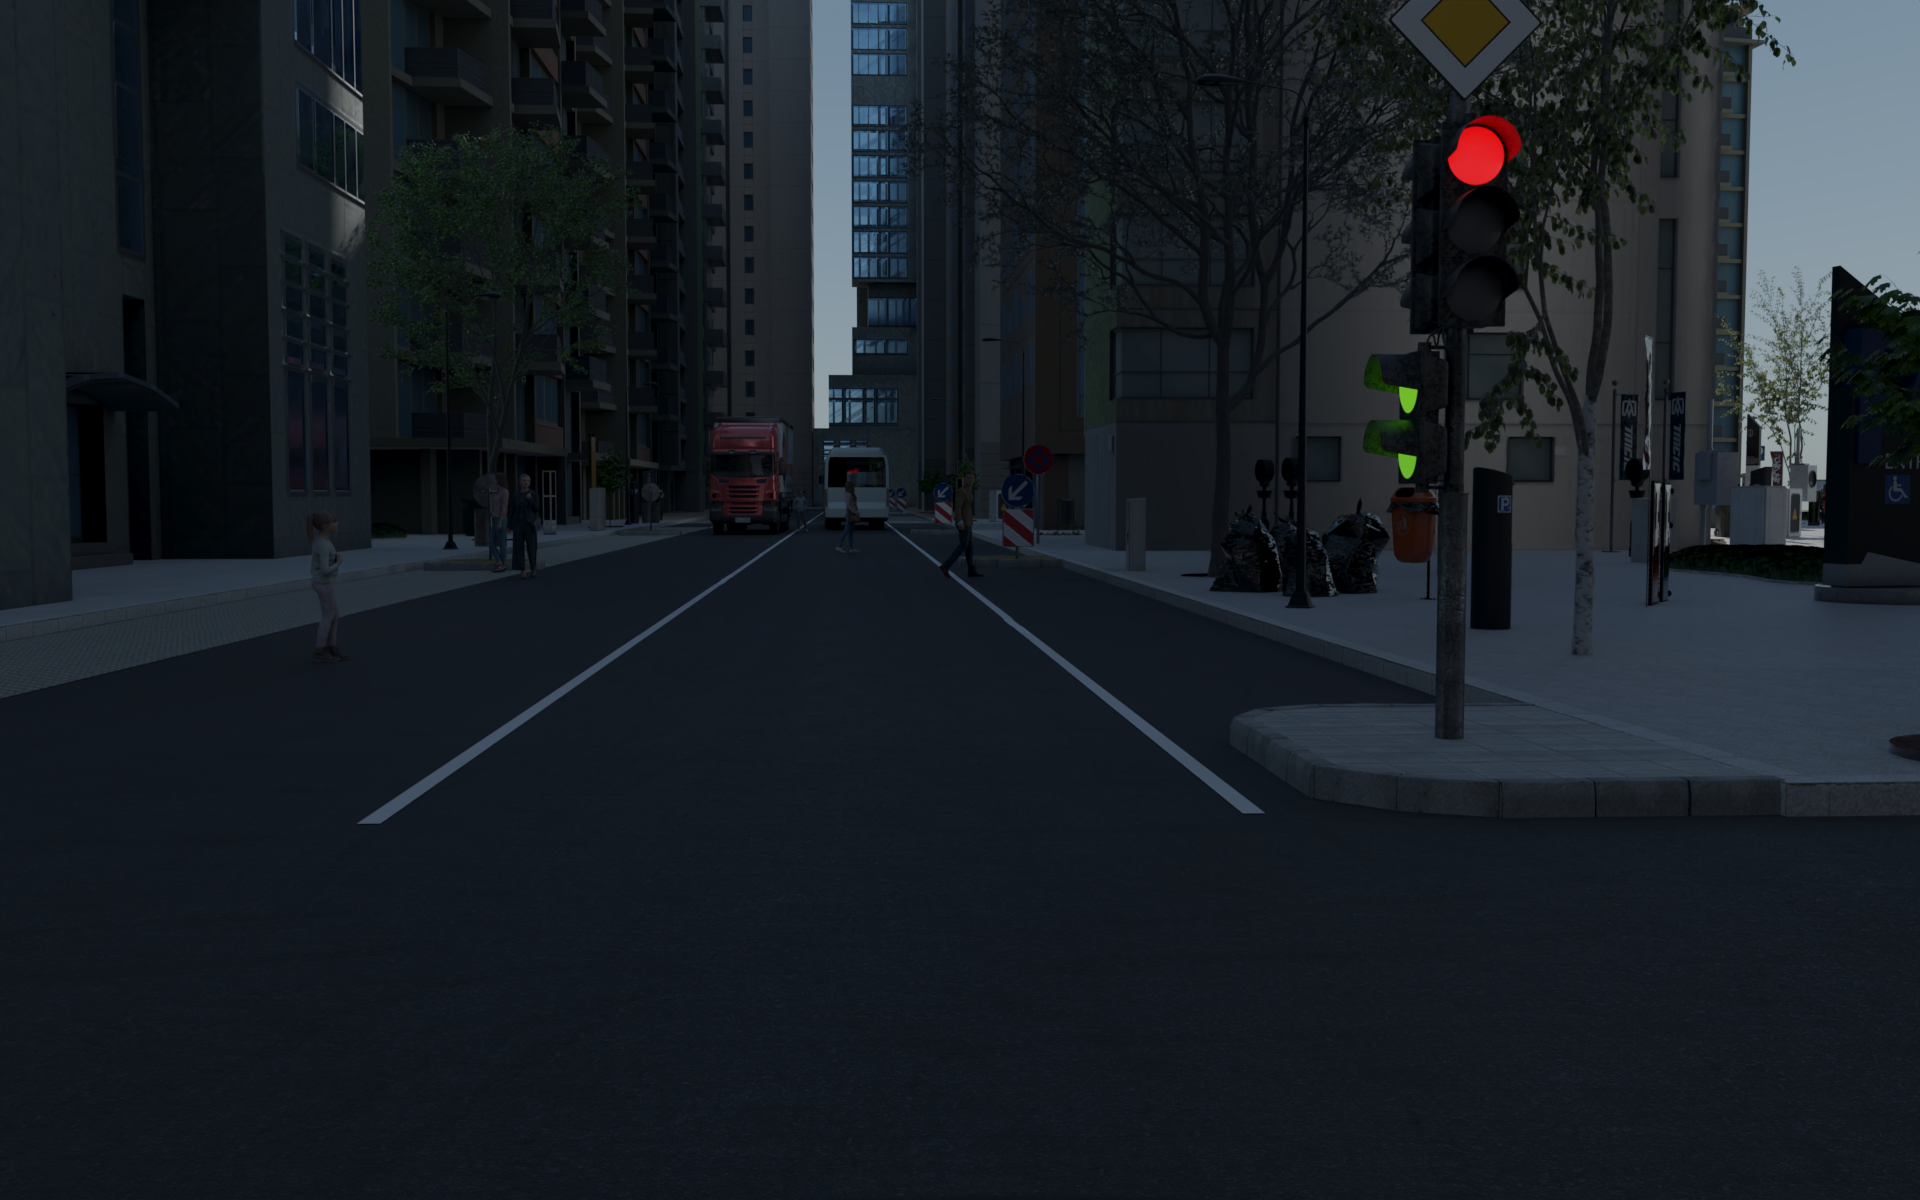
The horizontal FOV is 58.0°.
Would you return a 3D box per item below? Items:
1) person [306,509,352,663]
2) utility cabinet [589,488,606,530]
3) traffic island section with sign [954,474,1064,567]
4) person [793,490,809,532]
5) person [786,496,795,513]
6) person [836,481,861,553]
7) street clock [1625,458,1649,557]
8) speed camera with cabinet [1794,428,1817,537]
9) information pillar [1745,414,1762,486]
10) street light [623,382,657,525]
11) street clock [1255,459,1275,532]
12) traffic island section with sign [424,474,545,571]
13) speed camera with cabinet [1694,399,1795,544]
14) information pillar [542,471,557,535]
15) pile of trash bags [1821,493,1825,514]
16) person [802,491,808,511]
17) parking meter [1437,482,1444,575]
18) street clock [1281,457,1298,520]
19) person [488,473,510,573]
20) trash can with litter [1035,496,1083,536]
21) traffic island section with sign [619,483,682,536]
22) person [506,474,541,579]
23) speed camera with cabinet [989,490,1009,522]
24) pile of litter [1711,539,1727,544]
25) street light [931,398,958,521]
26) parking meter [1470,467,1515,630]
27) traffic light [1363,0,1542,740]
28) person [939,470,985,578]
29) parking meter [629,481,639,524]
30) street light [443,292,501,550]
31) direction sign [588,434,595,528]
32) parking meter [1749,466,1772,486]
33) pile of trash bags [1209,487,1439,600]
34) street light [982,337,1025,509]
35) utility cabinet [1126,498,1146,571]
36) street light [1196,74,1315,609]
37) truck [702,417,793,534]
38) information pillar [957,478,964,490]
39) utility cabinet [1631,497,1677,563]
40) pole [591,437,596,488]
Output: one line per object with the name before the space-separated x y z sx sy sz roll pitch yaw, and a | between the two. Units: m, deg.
person | -5.389 -0.123 14.792 0.394 1.301 0.425 -3 5 -39
utility cabinet | -12.690 -3.176 60.602 0.318 1.500 1.173 0 4 2
traffic island section with sign | 0.981 -1.599 34.766 1.989 1.847 2.006 0 4 -4
person | -6.060 -3.395 65.819 0.589 1.601 0.330 -1 4 -13
person | -12.870 -7.535 132.405 0.721 1.736 1.217 3 5 39
person | -2.743 -2.031 42.303 0.643 1.750 0.593 -1 4 -12
street clock | 13.773 -1.877 35.254 0.358 2.002 0.471 -1 4 -22
speed camera with cabinet | 24.899 -3.509 51.701 2.038 3.252 0.660 -3 5 -43
information pillar | 23.056 -3.611 50.389 0.183 3.616 0.504 -1 4 -22
street light | -13.295 -6.085 72.027 1.470 5.913 1.316 0 4 -4
street clock | 6.309 -1.917 35.917 0.358 2.002 0.471 -1 4 -17
traffic island section with sign | -9.007 -1.493 33.039 1.989 1.847 2.006 0 4 -4
speed camera with cabinet | 16.026 -2.522 35.569 0.660 3.252 2.038 -1 4 -18
information pillar | -12.924 -3.060 54.530 0.304 2.012 0.304 1 4 21
pile of trash bags | 34.455 -3.443 66.048 1.912 1.369 3.447 -2 4 -28
person | -13.554 -8.603 149.952 1.217 1.735 0.721 3 4 39
parking meter | 7.756 -1.162 27.416 0.372 1.533 0.369 0 3 0
street clock | 6.562 -1.818 34.289 0.358 2.002 0.471 -1 4 -18
person | -8.389 -1.405 31.488 0.388 1.821 0.555 -3 4 -39
trash can with litter | 2.913 -2.628 54.021 2.233 1.210 1.678 0 4 5
traffic island section with sign | -10.749 -3.160 60.299 1.989 1.847 2.006 0 4 -4
person | -7.423 -1.258 29.494 0.576 1.772 0.534 -1 4 -18
speed camera with cabinet | 2.350 -5.247 80.124 2.038 3.252 0.660 -2 4 -32
pile of litter | 18.640 -1.810 43.567 1.176 0.858 1.719 1 4 14
street light | -0.705 -6.806 83.823 1.470 5.913 1.316 0 4 -4
parking meter | 5.059 -0.493 16.476 0.372 1.533 0.369 0 3 0
traffic light | 2.556 -1.228 9.000 0.839 4.253 0.868 0 4 -4
person | 0.054 -1.306 29.771 0.836 1.842 0.656 -1 4 -17
parking meter | -14.125 -4.242 75.061 0.255 1.863 0.399 2 4 32
street light | -11.265 -4.126 39.994 1.470 5.913 1.316 0 4 -4
direction sign | -13.840 -4.477 65.193 0.379 3.537 0.876 -2 4 -26
parking meter | 17.048 -1.909 36.917 0.255 1.863 0.399 -2 4 -27
pile of trash bags | 4.781 -0.758 22.143 1.912 1.369 3.447 -2 4 -31
street light | 1.345 -4.830 51.508 1.470 5.913 1.316 0 4 -4
utility cabinet | 2.962 -1.108 29.275 0.306 1.237 1.020 0 4 3
street light | 3.305 -2.864 19.365 1.470 5.913 1.316 0 4 -4
truck | -7.766 -4.652 64.977 2.839 4.237 11.283 0 4 -3
information pillar | 0.011 -4.557 79.003 0.304 2.012 0.304 1 4 9
utility cabinet | 12.900 -1.289 32.237 0.306 1.237 1.020 -1 4 -11
pole | -13.045 -4.152 61.728 0.158 3.312 0.155 0 3 0
